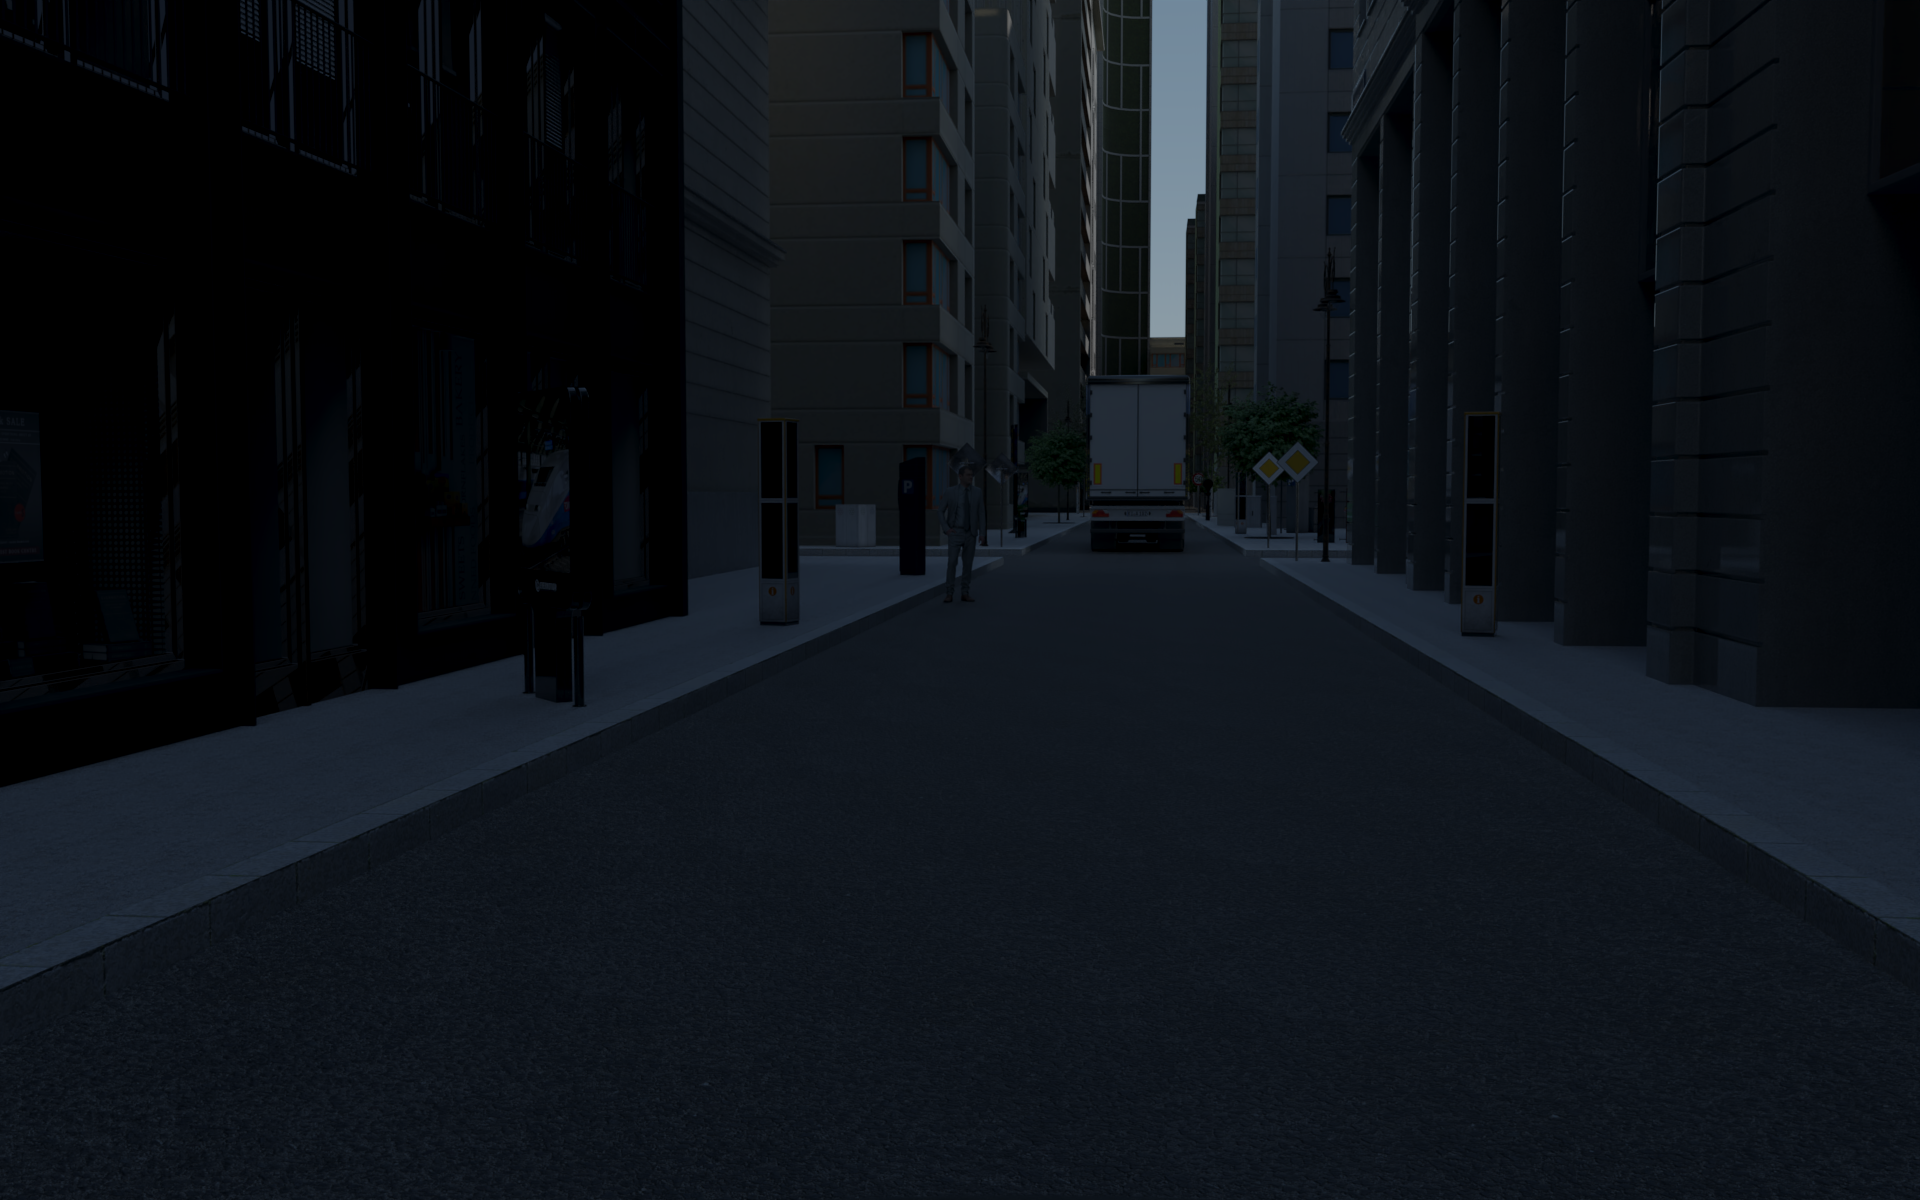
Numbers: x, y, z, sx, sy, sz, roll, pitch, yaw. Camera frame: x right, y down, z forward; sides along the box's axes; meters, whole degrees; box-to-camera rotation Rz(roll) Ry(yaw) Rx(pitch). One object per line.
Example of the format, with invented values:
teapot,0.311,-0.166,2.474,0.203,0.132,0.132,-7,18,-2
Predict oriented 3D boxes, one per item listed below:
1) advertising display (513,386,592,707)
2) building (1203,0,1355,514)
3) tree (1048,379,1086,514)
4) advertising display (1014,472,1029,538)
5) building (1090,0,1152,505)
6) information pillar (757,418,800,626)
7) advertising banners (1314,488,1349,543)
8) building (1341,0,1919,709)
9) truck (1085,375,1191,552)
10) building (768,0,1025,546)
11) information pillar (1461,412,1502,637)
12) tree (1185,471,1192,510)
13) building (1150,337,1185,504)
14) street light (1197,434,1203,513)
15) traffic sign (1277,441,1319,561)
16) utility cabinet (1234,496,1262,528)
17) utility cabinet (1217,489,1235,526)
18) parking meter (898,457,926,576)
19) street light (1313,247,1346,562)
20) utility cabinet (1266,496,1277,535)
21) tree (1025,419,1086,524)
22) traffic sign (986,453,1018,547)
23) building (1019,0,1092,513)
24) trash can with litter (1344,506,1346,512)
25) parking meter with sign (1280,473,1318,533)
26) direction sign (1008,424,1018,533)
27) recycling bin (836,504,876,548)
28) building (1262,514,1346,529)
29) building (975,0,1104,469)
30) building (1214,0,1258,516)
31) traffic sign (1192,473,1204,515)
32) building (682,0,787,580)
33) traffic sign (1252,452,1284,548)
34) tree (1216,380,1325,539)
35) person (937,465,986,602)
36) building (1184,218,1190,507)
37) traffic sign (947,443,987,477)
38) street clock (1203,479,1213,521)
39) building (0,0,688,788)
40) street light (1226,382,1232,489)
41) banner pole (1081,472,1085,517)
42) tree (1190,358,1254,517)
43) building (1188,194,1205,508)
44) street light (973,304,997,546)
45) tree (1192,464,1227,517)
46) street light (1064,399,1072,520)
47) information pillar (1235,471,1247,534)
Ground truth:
advertising display,-2.534,-0.338,10.748,0.123,1.923,0.974,-2,4,-34
building,31.260,-36.929,145.780,21.231,58.520,28.212,0,4,6
tree,7.286,-9.785,110.350,4.360,8.622,3.978,0,3,0
advertising display,1.791,-2.787,50.782,0.123,1.923,0.974,1,4,21
building,12.771,-47.187,209.760,20.611,71.187,20.563,0,4,6
information pillar,-1.771,-0.762,16.943,0.304,2.012,0.304,1,4,21
advertising banners,10.296,-2.996,45.170,2.074,3.025,0.090,1,4,19
building,10.928,-14.593,16.093,11.434,29.767,29.804,0,4,6
truck,4.783,-3.519,46.445,2.839,4.237,11.283,0,4,6
building,-12.665,-13.015,57.834,27.650,21.520,28.899,0,4,6
information pillar,4.704,-0.681,15.634,0.304,2.012,0.304,1,4,21
tree,17.972,-8.153,127.900,1.663,3.219,1.824,0,3,0
building,37.849,-22.498,212.882,28.899,21.520,27.650,0,4,6
street light,15.901,-8.681,114.726,0.468,5.910,1.993,0,4,6
traffic sign,6.438,-1.801,33.082,0.795,2.450,0.064,0,4,6
utility cabinet,11.005,-3.361,66.117,1.020,1.237,0.306,1,4,22
utility cabinet,10.822,-3.708,69.312,0.318,1.500,1.173,-3,4,-36
parking meter,-0.760,-1.325,27.381,0.399,1.863,0.255,2,4,34
street light,6.923,-3.660,32.627,0.468,5.910,1.993,0,4,6
utility cabinet,9.834,-2.662,54.687,0.306,1.237,1.020,0,4,8
tree,4.433,-5.643,75.979,4.285,4.588,4.351,0,3,0
traffic sign,1.005,-2.329,41.729,0.795,2.450,0.064,0,4,6
building,-1.343,-30.835,127.859,21.300,48.544,21.600,0,4,6
trash can with litter,10.778,-2.179,47.019,0.624,1.170,1.055,1,4,18
parking meter with sign,11.111,-3.704,56.825,1.738,3.016,0.543,-3,4,-38
direction sign,1.767,-3.946,56.517,0.379,3.537,0.876,-1,4,-11
recycling bin,-2.525,-1.797,41.931,0.722,1.027,0.722,2,4,34
building,23.661,-32.626,75.441,21.231,58.520,28.212,0,4,6
building,0.560,-36.014,178.061,27.495,52.752,28.713,0,4,6
building,22.937,-25.919,107.369,14.154,41.232,14.086,0,4,6
traffic sign,14.276,-6.334,103.671,0.768,2.556,0.104,1,4,15
building,-15.116,-14.621,26.445,23.554,28.519,14.401,0,4,6
traffic sign,7.309,-2.286,41.020,0.795,2.450,0.064,0,4,6
tree,9.031,-4.065,50.180,4.285,4.588,4.351,0,3,0
person,0.028,-0.885,23.070,0.635,1.810,0.391,-1,4,-22
building,30.713,-25.122,182.445,14.160,30.474,14.107,0,4,6
traffic sign,0.134,-1.844,33.792,0.795,2.450,0.064,0,4,6
street clock,12.024,-4.857,83.984,0.471,2.002,0.358,0,4,-5
building,-9.845,-11.055,10.422,12.332,23.373,15.834,0,4,6
street light,11.141,-6.058,71.832,0.468,5.910,1.993,0,4,6
banner pole,6.818,-6.495,96.213,0.401,3.779,0.863,-1,4,-12
tree,13.985,-8.829,94.718,4.737,8.622,4.395,0,3,0
building,29.756,-24.241,168.047,14.160,30.474,14.107,0,4,6
street light,0.614,-4.256,42.366,0.468,5.910,1.993,0,4,6
tree,14.334,-6.365,98.672,1.663,3.219,1.824,0,3,0
street light,5.282,-6.843,84.666,0.468,5.910,1.993,0,4,6
information pillar,9.039,-3.132,55.698,0.304,2.012,0.304,-1,4,-9
